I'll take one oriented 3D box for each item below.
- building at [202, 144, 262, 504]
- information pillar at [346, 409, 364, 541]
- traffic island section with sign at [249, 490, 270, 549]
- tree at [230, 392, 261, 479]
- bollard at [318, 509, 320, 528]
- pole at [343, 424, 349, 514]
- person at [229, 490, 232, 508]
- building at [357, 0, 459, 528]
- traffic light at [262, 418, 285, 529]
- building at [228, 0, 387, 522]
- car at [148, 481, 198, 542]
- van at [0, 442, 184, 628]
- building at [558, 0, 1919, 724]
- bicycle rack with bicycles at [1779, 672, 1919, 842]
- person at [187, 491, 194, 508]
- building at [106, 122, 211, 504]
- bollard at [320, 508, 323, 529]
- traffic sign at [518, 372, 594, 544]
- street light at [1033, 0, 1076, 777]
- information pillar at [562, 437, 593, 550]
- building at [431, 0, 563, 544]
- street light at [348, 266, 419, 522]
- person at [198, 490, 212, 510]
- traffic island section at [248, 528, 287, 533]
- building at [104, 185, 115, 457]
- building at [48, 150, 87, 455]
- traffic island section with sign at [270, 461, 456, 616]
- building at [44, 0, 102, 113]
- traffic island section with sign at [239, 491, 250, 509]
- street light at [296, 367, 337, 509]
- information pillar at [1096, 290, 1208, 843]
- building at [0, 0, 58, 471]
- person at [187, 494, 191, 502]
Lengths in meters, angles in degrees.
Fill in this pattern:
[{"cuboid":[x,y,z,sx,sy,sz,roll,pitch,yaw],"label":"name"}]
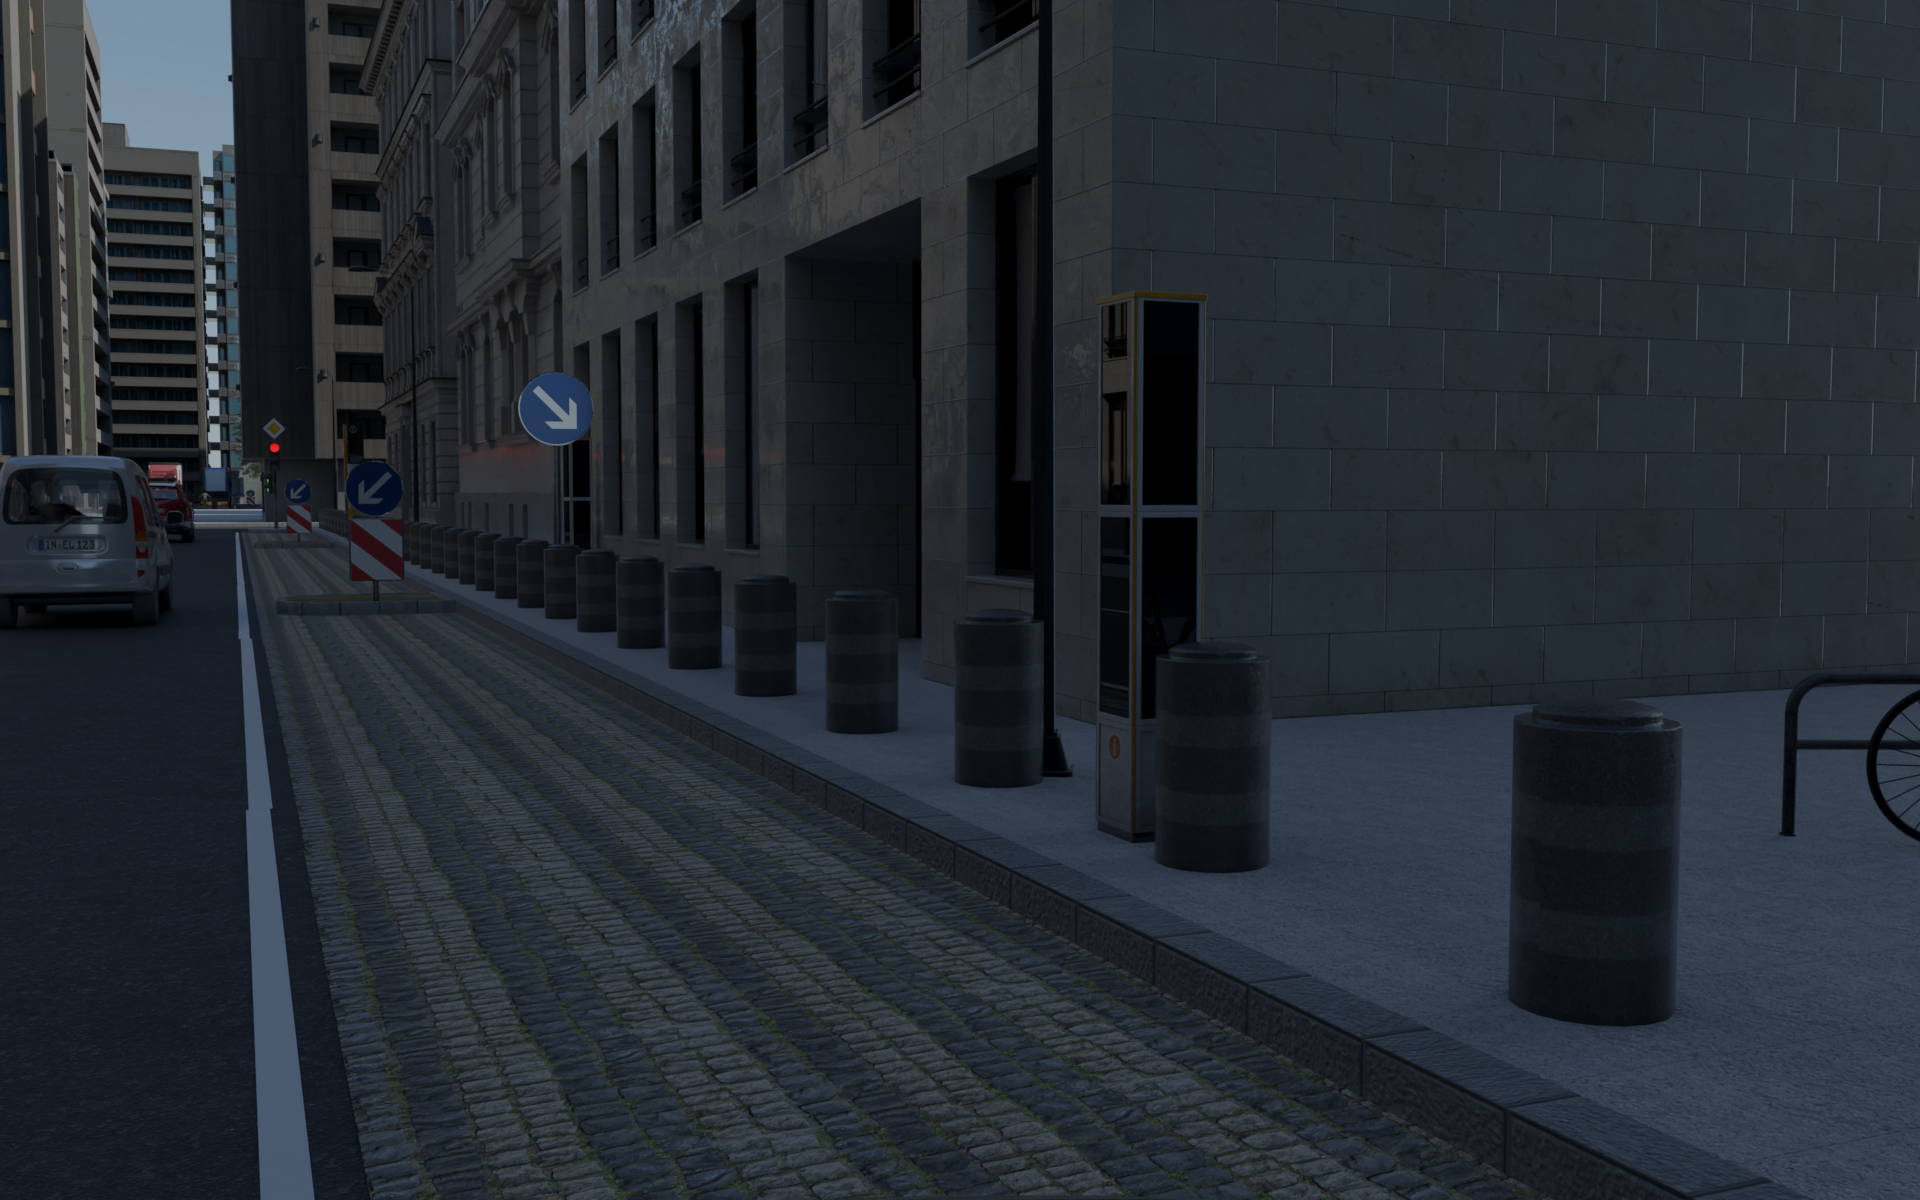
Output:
[{"cuboid":[-87.277,-37.872,238.813,30.456,49.044,23.786,-1,4,-23],"label":"building"},{"cuboid":[-16.670,-3.451,47.774,0.183,3.616,0.504,3,4,37],"label":"information pillar"},{"cuboid":[-17.798,-2.300,46.234,1.989,1.847,2.006,-1,4,-23],"label":"traffic island section with sign"},{"cuboid":[-59.022,-14.114,148.897,7.486,12.596,7.792,0,3,0],"label":"tree"},{"cuboid":[-23.279,-2.994,63.667,0.404,0.777,0.398,0,3,0],"label":"bollard"},{"cuboid":[-17.987,-3.486,50.837,0.158,3.312,0.155,0,3,0],"label":"pole"},{"cuboid":[-77.602,-10.747,184.192,0.705,1.826,1.348,-2,4,-31],"label":"person"},{"cuboid":[-13.531,-11.774,57.134,10.561,19.102,19.286,-1,4,-23],"label":"building"},{"cuboid":[-25.283,-4.585,63.888,0.839,4.253,0.868,-1,4,-23],"label":"traffic light"},{"cuboid":[-27.293,-19.042,83.044,14.107,30.474,14.160,-1,4,-23],"label":"building"},{"cuboid":[-24.311,-2.675,52.405,2.281,1.827,5.304,-1,4,-23],"label":"car"},{"cuboid":[-10.099,-0.795,20.010,2.013,2.044,4.112,-1,4,-21],"label":"van"},{"cuboid":[2.366,-10.019,18.563,10.420,20.320,16.860,-1,4,-23],"label":"building"},{"cuboid":[4.130,0.485,5.453,2.925,0.926,2.852,0,4,2],"label":"bicycle rack with bicycles"},{"cuboid":[-80.992,-10.599,182.347,0.990,1.755,0.434,-2,4,-34],"label":"person"},{"cuboid":[-111.135,-36.987,228.431,21.600,48.544,21.300,-1,4,-23],"label":"building"},{"cuboid":[-22.569,-2.890,61.975,0.404,0.777,0.398,0,3,0],"label":"bollard"},{"cuboid":[-4.217,-1.102,18.126,0.768,2.556,0.104,-1,4,-17],"label":"traffic sign"},{"cuboid":[-0.116,-2.145,7.611,1.470,5.913,1.316,-1,4,-23],"label":"street light"},{"cuboid":[-4.963,-1.101,22.494,0.304,2.012,0.304,-2,4,-32],"label":"information pillar"},{"cuboid":[-3.496,-15.311,37.727,14.401,28.519,23.554,-1,4,-23],"label":"building"},{"cuboid":[-11.781,-3.858,35.613,1.470,5.913,1.316,-1,4,-23],"label":"street light"},{"cuboid":[-66.720,-8.836,152.972,0.705,1.824,1.348,3,5,42],"label":"person"},{"cuboid":[-25.242,-2.553,64.018,2.009,0.180,2.903,-1,4,-23],"label":"traffic island section"},{"cuboid":[-103.927,-30.138,184.629,23.993,40.220,32.217,-1,4,-23],"label":"building"},{"cuboid":[-80.643,-22.689,142.670,14.160,30.474,14.107,-1,4,-23],"label":"building"},{"cuboid":[-7.345,-0.773,21.267,1.989,1.847,2.006,-1,4,-23],"label":"traffic island section with sign"},{"cuboid":[-90.493,-32.684,158.081,21.300,48.544,21.600,-1,4,-23],"label":"building"},{"cuboid":[-79.538,-11.308,193.506,1.989,1.847,2.006,-1,4,-23],"label":"traffic island section with sign"},{"cuboid":[-23.651,-5.585,63.852,1.470,5.913,1.316,-1,4,-23],"label":"street light"},{"cuboid":[0.710,-0.122,6.482,0.304,2.012,0.304,-1,4,-23],"label":"information pillar"},{"cuboid":[-57.098,-25.861,77.455,28.867,44.769,22.147,-1,4,-23],"label":"building"},{"cuboid":[-94.631,-12.460,212.779,0.990,1.755,0.434,0,4,-6],"label":"person"}]
